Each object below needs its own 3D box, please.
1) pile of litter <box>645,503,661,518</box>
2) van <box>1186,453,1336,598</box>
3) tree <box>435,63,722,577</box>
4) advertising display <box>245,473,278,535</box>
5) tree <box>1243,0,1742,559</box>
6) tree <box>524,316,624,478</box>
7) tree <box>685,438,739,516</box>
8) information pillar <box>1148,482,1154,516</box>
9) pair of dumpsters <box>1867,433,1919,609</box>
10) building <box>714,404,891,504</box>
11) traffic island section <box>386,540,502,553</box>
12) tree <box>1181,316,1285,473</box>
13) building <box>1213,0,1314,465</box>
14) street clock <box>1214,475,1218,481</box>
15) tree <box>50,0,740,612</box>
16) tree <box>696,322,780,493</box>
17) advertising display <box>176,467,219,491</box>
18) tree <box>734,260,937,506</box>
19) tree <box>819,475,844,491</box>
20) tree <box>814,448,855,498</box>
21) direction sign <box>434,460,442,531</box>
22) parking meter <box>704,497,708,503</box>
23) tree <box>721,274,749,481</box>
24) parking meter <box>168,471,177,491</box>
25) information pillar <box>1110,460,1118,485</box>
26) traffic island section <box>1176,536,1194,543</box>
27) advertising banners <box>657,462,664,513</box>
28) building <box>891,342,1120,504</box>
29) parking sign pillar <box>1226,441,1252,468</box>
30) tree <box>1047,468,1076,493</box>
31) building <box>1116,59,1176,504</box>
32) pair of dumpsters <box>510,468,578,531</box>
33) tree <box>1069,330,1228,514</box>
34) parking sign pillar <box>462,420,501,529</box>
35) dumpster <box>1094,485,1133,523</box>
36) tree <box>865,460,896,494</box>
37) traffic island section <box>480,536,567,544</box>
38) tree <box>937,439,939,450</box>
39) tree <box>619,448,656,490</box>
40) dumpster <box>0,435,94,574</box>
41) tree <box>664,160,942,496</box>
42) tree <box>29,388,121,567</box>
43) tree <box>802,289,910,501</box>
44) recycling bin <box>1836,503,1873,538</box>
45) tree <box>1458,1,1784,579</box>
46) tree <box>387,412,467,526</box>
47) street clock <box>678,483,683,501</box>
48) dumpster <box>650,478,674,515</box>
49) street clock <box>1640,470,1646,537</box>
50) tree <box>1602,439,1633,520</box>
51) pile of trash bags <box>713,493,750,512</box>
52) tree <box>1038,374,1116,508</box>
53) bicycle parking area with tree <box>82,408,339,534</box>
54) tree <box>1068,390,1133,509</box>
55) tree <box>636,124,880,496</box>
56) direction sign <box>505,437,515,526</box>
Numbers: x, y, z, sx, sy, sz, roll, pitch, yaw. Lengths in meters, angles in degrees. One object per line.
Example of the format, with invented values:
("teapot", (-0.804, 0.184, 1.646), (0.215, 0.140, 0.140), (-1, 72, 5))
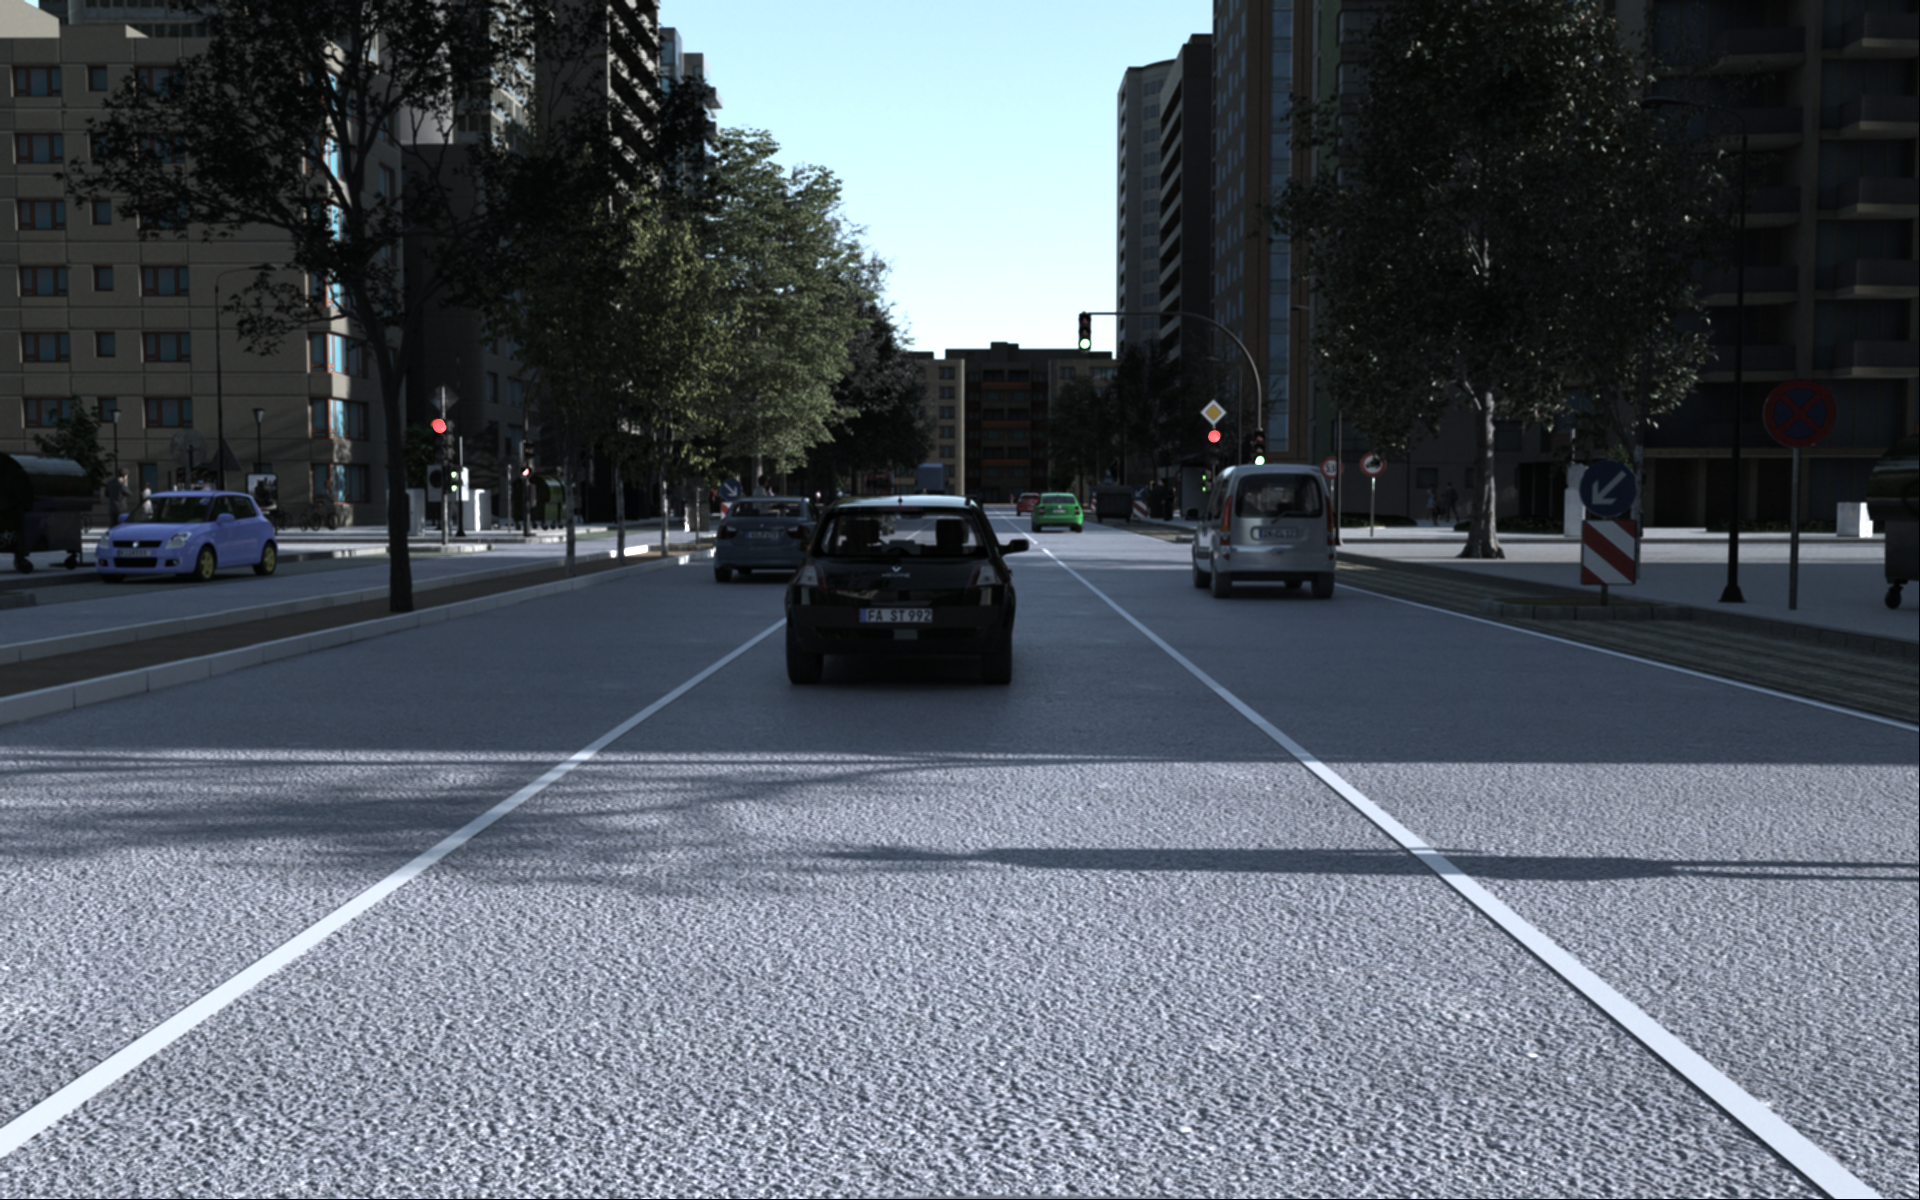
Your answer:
("pile of litter", (-17.034, -4.957, 95.018), (1.719, 0.858, 1.176), (0, 4, 4))
("van", (4.358, -1.113, 25.203), (2.013, 2.044, 4.112), (0, 4, 2))
("tree", (-6.650, -4.677, 29.283), (4.737, 8.622, 4.395), (0, 3, 0))
("advertising display", (-21.605, -2.960, 53.605), (0.123, 1.923, 0.974), (3, 5, 43))
("tree", (10.509, -7.188, 34.526), (9.611, 12.733, 9.660), (0, 3, 0))
("tree", (-15.278, -7.201, 68.093), (4.360, 8.622, 3.978), (0, 3, 0))
("tree", (-14.518, -7.163, 100.837), (4.285, 4.588, 4.351), (0, 3, 0))
("information pillar", (11.364, -6.016, 102.849), (0.304, 2.012, 0.304), (-2, 4, -26))
("pair of dumpsters", (10.944, -0.904, 17.281), (1.574, 2.255, 4.437), (0, 4, 1))
("building", (-22.802, -23.851, 234.995), (28.899, 21.520, 27.650), (0, 4, 0))
("traffic island section", (-12.995, -1.307, 43.647), (2.009, 0.180, 2.903), (0, 4, 0))
("tree", (11.021, -7.413, 71.571), (4.360, 8.622, 3.978), (0, 3, 0))
("building", (28.851, -30.061, 141.600), (14.600, 45.320, 14.200), (0, 4, 0))
("street clock", (9.854, -3.760, 66.042), (0.358, 2.002, 0.471), (-1, 4, -19))
("tree", (-6.745, -5.147, 21.028), (8.767, 10.594, 7.601), (0, 4, 0))
("tree", (-15.210, -13.383, 125.470), (9.857, 13.997, 8.962), (0, 3, 0))
("advertising display", (-18.374, -2.237, 41.796), (0.974, 1.923, 0.123), (0, 4, -2))
("tree", (-6.180, -10.047, 83.741), (9.611, 12.733, 9.660), (0, 3, 0))
("tree", (-14.877, -13.094, 197.807), (4.285, 4.588, 4.351), (0, 3, 0))
("tree", (-6.229, -8.540, 92.454), (4.360, 8.622, 3.978), (0, 3, 0))
("direction sign", (-18.367, -4.219, 60.981), (0.379, 3.537, 0.876), (-2, 4, -27))
("parking meter", (-16.180, -6.404, 110.418), (0.255, 1.863, 0.399), (-1, 4, -11))
("tree", (-6.730, -4.972, 34.112), (4.737, 8.622, 4.395), (0, 3, 0))
("parking meter", (-19.846, -2.338, 43.945), (0.399, 1.863, 0.255), (-3, 4, -36))
("information pillar", (10.320, -7.620, 115.935), (0.504, 3.616, 0.183), (-1, 4, -14))
("traffic island section", (7.513, -1.784, 51.457), (2.009, 0.180, 2.903), (0, 4, 0))
("advertising banners", (-16.758, -6.162, 96.944), (0.090, 3.025, 2.074), (-1, 4, -19))
("building", (6.101, -23.877, 235.430), (28.899, 21.520, 27.650), (0, 4, 0))
("parking sign pillar", (12.270, -5.323, 75.497), (1.447, 3.967, 1.447), (-1, 4, -15))
("tree", (11.690, -13.190, 199.366), (4.285, 4.588, 4.351), (0, 3, 0))
("building", (35.635, -42.129, 230.808), (28.212, 58.520, 21.231), (0, 4, 0))
("pair of dumpsters", (-15.069, -3.679, 62.646), (1.574, 2.255, 4.437), (0, 4, 0))
("tree", (11.181, -9.978, 97.560), (8.767, 10.594, 7.601), (1, 4, 14))
("parking sign pillar", (-17.544, -4.572, 63.220), (1.447, 3.967, 1.447), (-2, 4, -28))
("dumpster", (7.653, -4.766, 86.132), (1.865, 1.857, 1.264), (0, 4, -1))
("tree", (-5.996, -10.156, 118.872), (4.737, 8.622, 4.395), (0, 3, 0))
("traffic island section", (-12.928, -1.795, 51.632), (2.009, 0.180, 2.903), (0, 4, 0))
("tree", (-6.075, -11.005, 99.401), (9.611, 12.733, 9.660), (0, 3, 0))
("tree", (-22.228, -8.216, 118.047), (4.285, 4.588, 4.351), (0, 3, 0))
("dumpster", (-15.489, -1.592, 28.521), (1.502, 2.255, 1.985), (0, 4, 1))
("tree", (-6.520, -9.212, 63.436), (12.009, 13.543, 11.850), (0, 3, 0))
("tree", (-15.636, -2.221, 30.912), (1.663, 3.219, 1.824), (0, 3, 0))
("tree", (-6.250, -8.351, 73.411), (8.767, 10.594, 7.601), (0, 4, 0))
("recycling bin", (26.551, -2.375, 51.386), (0.722, 1.027, 0.722), (-2, 4, -31))
("tree", (10.017, -4.630, 26.057), (4.360, 8.622, 3.978), (0, 3, 0))
("tree", (-21.174, -5.238, 69.357), (4.285, 4.588, 4.351), (0, 3, 0))
("street clock", (-17.518, -6.324, 107.967), (0.471, 2.002, 0.358), (2, 4, 29))
("dumpster", (-17.790, -6.108, 102.351), (1.502, 2.255, 1.985), (0, 4, 0))
("street clock", (20.158, -2.862, 51.367), (0.358, 2.002, 0.471), (0, 4, 7))
("tree", (23.122, -4.057, 60.941), (1.663, 3.219, 1.824), (0, 3, 0))
("pile of trash bags", (-15.665, -6.774, 120.511), (3.447, 1.369, 1.912), (2, 4, 32))
("tree", (11.098, -15.054, 164.252), (7.486, 12.596, 7.792), (0, 3, 0))
("bicycle parking area with tree", (-26.155, -4.366, 58.389), (8.231, 4.147, 9.016), (1, 4, 21))
("tree", (10.330, -10.572, 123.212), (4.360, 8.622, 3.978), (0, 3, 0))
("tree", (-6.377, -8.138, 53.634), (7.486, 12.596, 7.792), (0, 3, 0))
("direction sign", (-18.028, -4.724, 69.228), (0.379, 3.537, 0.876), (0, 4, -2))
